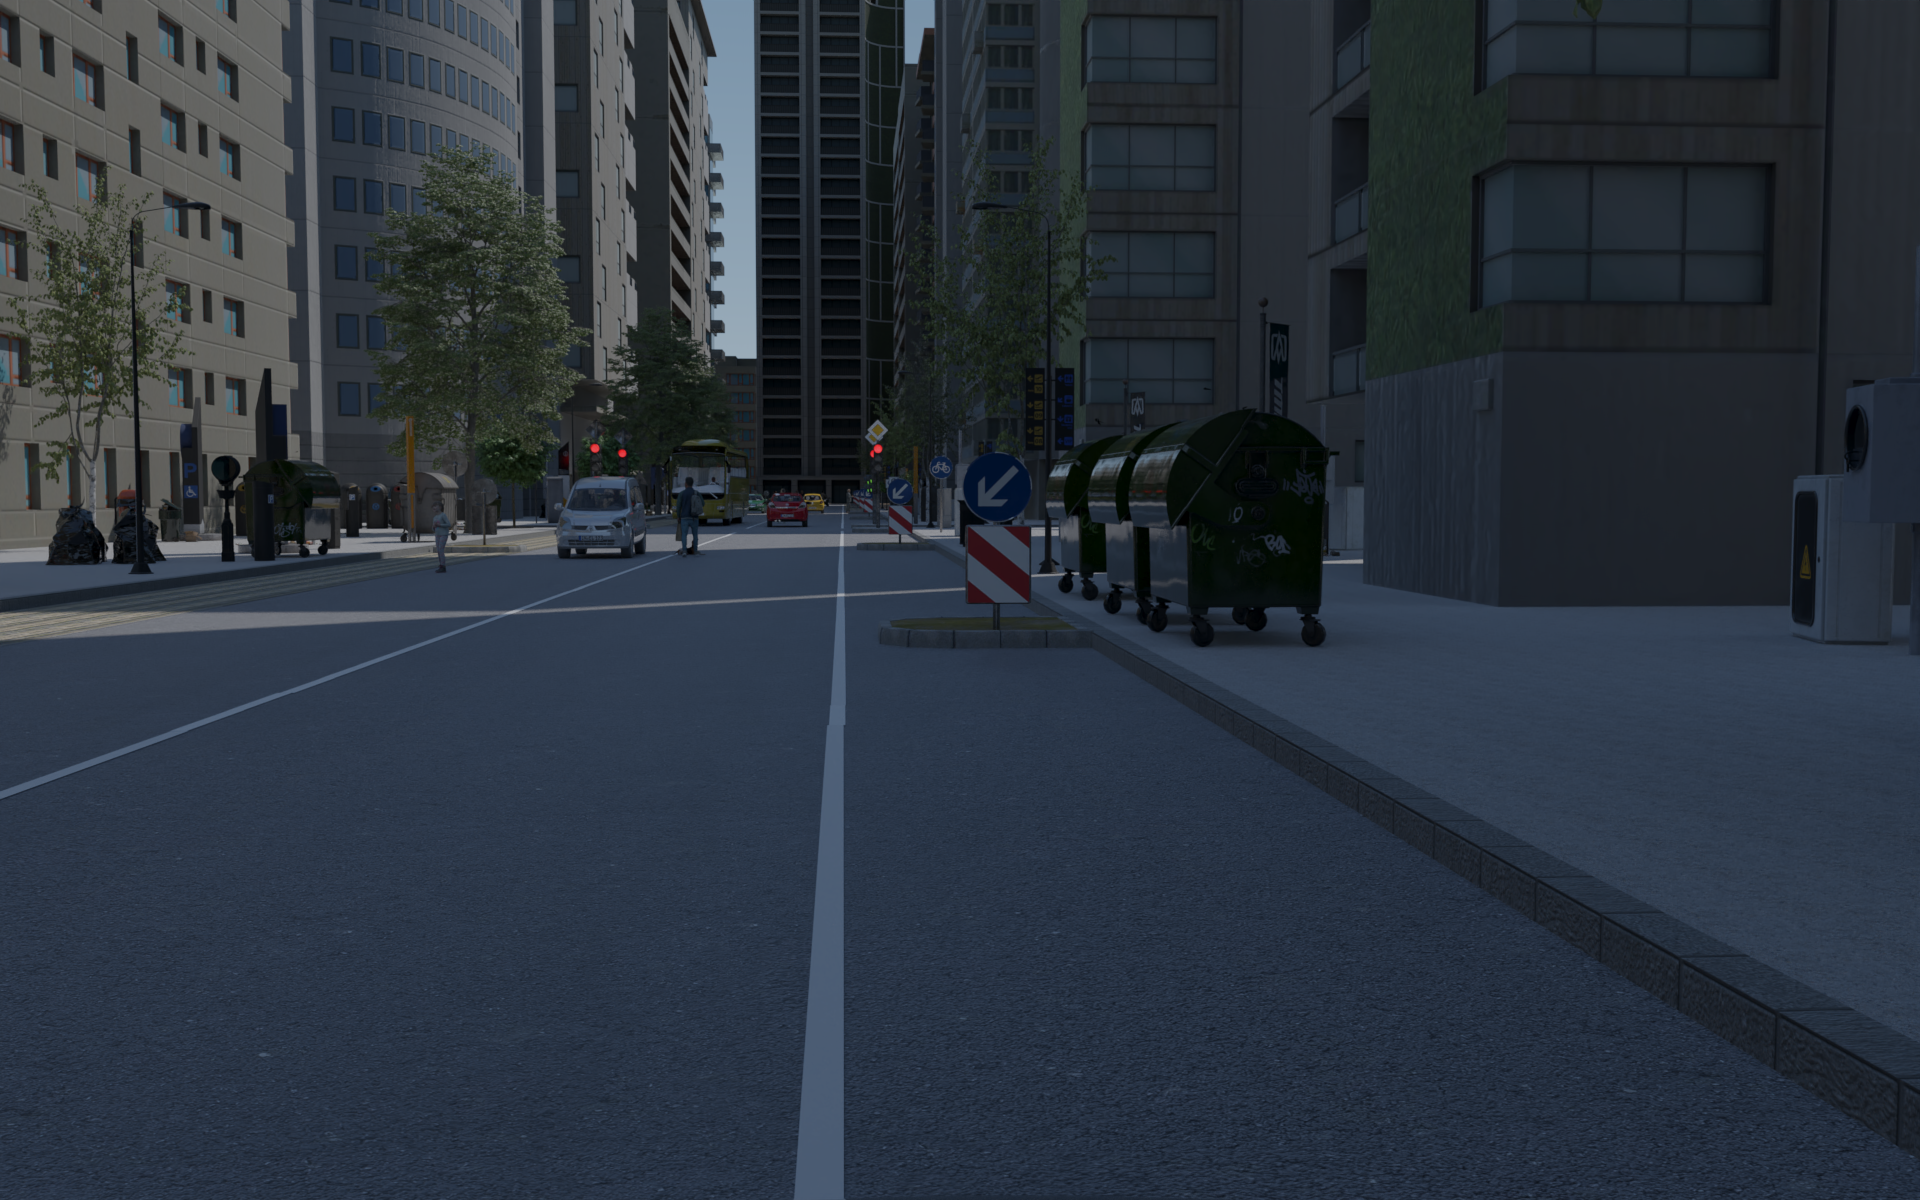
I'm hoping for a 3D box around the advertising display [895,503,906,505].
[{"bbox_3d":[-3.591,-6.149,105.751,0.974,1.923,0.123,2,4,33],"label":"advertising display"}]

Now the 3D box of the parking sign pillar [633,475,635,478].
[{"bbox_3d":[-27.930,-9.678,146.701,1.447,3.967,1.447,-2,4,-24],"label":"parking sign pillar"}]

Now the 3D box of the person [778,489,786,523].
[{"bbox_3d":[-8.587,-4.582,84.422,0.512,1.701,0.522,-3,5,-41],"label":"person"}]

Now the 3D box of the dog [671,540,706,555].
[{"bbox_3d":[-6.384,-1.254,40.695,0.748,0.427,0.550,3,5,42],"label":"dog"}]

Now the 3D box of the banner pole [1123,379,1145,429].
[{"bbox_3d":[3.735,-2.908,37.561,0.401,3.779,0.863,-3,4,-37],"label":"banner pole"}]

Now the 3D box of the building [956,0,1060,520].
[{"bbox_3d":[12.319,-24.429,91.295,23.993,40.220,32.217,0,4,-4],"label":"building"}]

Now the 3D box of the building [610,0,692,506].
[{"bbox_3d":[-35.975,-32.612,156.904,21.300,48.544,21.600,0,4,-4],"label":"building"}]

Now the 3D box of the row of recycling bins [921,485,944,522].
[{"bbox_3d":[-1.288,-4.558,81.637,1.069,1.692,3.534,0,4,6],"label":"row of recycling bins"}]

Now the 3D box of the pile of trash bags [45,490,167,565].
[{"bbox_3d":[-16.079,-1.416,32.907,1.912,1.369,3.447,-1,4,-15],"label":"pile of trash bags"}]

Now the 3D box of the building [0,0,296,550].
[{"bbox_3d":[-37.005,-12.318,46.447,28.899,21.520,27.650,0,4,-4],"label":"building"}]

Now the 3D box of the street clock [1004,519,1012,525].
[{"bbox_3d":[1.081,-2.089,38.720,0.358,2.002,0.471,0,4,3],"label":"street clock"}]

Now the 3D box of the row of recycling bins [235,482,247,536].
[{"bbox_3d":[-20.593,-2.778,52.530,3.534,1.692,1.069,2,4,27],"label":"row of recycling bins"}]

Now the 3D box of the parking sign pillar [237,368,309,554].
[{"bbox_3d":[-15.020,-3.015,37.768,1.447,3.967,1.447,-2,4,-31],"label":"parking sign pillar"}]

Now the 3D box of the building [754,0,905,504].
[{"bbox_3d":[-17.960,-49.233,243.217,20.611,71.187,20.563,0,4,-4],"label":"building"}]

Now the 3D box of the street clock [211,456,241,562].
[{"bbox_3d":[-13.887,-1.727,32.808,0.471,2.002,0.358,0,4,-2],"label":"street clock"}]

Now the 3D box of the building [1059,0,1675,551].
[{"bbox_3d":[9.543,-22.261,47.566,14.154,41.232,14.086,0,4,-4],"label":"building"}]

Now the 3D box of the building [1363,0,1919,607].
[{"bbox_3d":[12.649,-20.923,25.680,14.154,41.232,14.086,0,4,-4],"label":"building"}]

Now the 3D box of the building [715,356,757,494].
[{"bbox_3d":[-42.901,-24.565,246.682,28.899,21.520,27.650,0,4,-4],"label":"building"}]

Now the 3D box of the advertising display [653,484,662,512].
[{"bbox_3d":[-19.383,-6.470,111.004,0.123,1.923,0.974,1,4,14],"label":"advertising display"}]

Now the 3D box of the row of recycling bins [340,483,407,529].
[{"bbox_3d":[-21.224,-3.498,64.311,3.534,1.692,1.069,-1,4,-11],"label":"row of recycling bins"}]

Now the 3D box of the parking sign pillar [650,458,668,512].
[{"bbox_3d":[-21.657,-8.346,124.925,1.447,3.967,1.447,1,4,13],"label":"parking sign pillar"}]

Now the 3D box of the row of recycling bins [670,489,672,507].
[{"bbox_3d":[-21.898,-8.067,139.014,3.534,1.692,1.069,-2,4,-24],"label":"row of recycling bins"}]

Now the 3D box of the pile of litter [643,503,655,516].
[{"bbox_3d":[-18.561,-5.383,101.982,1.176,0.858,1.719,3,4,36],"label":"pile of litter"}]

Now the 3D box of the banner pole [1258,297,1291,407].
[{"bbox_3d":[4.010,-1.975,22.303,0.401,3.779,0.863,3,5,42],"label":"banner pole"}]

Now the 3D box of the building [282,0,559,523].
[{"bbox_3d":[-33.275,-33.302,86.487,21.231,58.520,28.212,0,4,-4],"label":"building"}]

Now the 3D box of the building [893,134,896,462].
[{"bbox_3d":[2.892,-35.918,210.958,21.300,48.544,21.600,0,4,-4],"label":"building"}]

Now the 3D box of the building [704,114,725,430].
[{"bbox_3d":[-43.682,-35.890,206.403,30.456,49.044,23.786,0,4,-4],"label":"building"}]

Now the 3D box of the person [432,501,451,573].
[{"bbox_3d":[-9.492,-1.153,31.624,0.425,1.301,0.394,1,4,17],"label":"person"}]

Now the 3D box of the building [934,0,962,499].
[{"bbox_3d":[8.678,-35.490,122.265,21.231,58.520,28.212,0,4,-4],"label":"building"}]

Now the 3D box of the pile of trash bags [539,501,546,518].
[{"bbox_3d":[-21.525,-5.044,92.229,1.912,1.369,3.447,0,4,0],"label":"pile of trash bags"}]

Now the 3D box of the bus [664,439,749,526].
[{"bbox_3d":[-11.699,-5.505,81.549,2.896,3.916,12.252,0,4,-2],"label":"bus"}]

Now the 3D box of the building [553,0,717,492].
[{"bbox_3d":[-40.504,-36.195,181.029,28.713,52.752,27.495,0,4,-4],"label":"building"}]

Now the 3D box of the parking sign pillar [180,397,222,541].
[{"bbox_3d":[-21.095,-3.616,47.599,1.447,3.967,1.447,-1,4,-19],"label":"parking sign pillar"}]

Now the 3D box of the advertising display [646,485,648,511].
[{"bbox_3d":[-21.492,-6.948,118.819,0.123,1.923,0.974,-1,4,-10],"label":"advertising display"}]

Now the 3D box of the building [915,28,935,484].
[{"bbox_3d":[7.072,-31.131,163.614,22.147,44.769,28.867,0,4,-4],"label":"building"}]

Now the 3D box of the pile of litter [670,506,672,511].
[{"bbox_3d":[-23.900,-7.907,143.238,1.719,0.858,1.176,0,4,3],"label":"pile of litter"}]

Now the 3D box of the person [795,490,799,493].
[{"bbox_3d":[-13.019,-7.844,137.346,0.643,1.750,0.593,1,4,20],"label":"person"}]

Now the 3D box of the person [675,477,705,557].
[{"bbox_3d":[-6.192,-1.889,39.365,0.794,1.824,0.713,0,4,6],"label":"person"}]

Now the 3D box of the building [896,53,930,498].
[{"bbox_3d":[4.299,-34.548,188.556,21.300,48.544,21.600,0,4,-4],"label":"building"}]

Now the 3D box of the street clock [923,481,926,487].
[{"bbox_3d":[-1.755,-5.505,94.579,0.471,2.002,0.358,0,4,-5],"label":"street clock"}]

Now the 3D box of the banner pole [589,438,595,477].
[{"bbox_3d":[-16.437,-5.350,77.484,0.401,3.779,0.863,-2,4,-25],"label":"banner pole"}]
